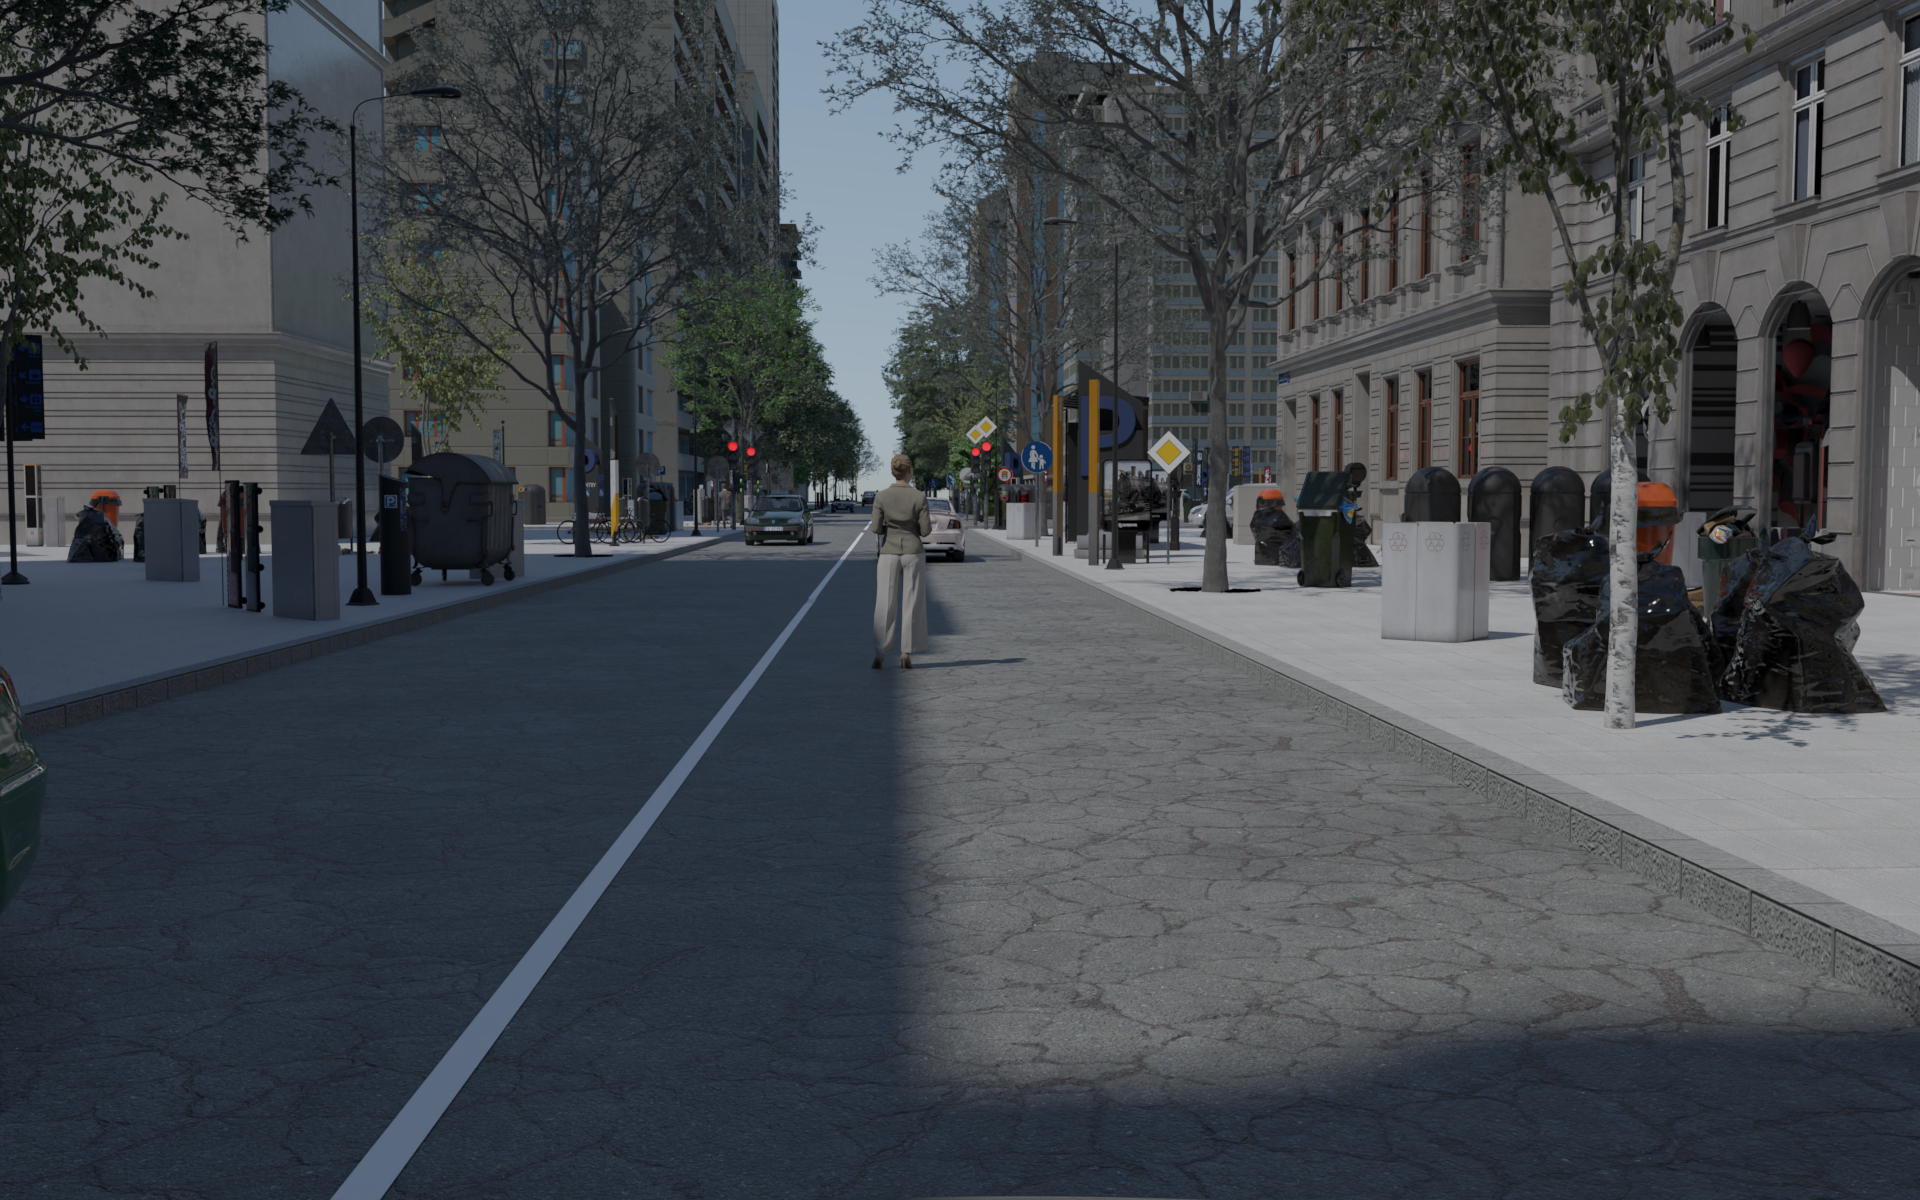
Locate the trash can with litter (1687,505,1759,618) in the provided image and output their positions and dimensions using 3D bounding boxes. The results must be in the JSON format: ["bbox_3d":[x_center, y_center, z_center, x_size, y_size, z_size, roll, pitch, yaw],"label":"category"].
[{"bbox_3d":[7.776,-0.404,17.999,0.624,1.170,1.055,-1,4,-15],"label":"trash can with litter"}]

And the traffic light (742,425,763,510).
[{"bbox_3d":[-8.397,-4.958,69.988,0.839,4.253,0.868,0,4,-2],"label":"traffic light"}]

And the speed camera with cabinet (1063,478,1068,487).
[{"bbox_3d":[5.410,-6.360,98.313,2.038,3.252,0.660,-3,5,-43],"label":"speed camera with cabinet"}]

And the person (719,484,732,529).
[{"bbox_3d":[-8.934,-3.522,66.052,0.622,1.834,0.822,-1,4,-17],"label":"person"}]

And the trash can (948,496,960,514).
[{"bbox_3d":[-0.398,-5.939,108.753,0.748,1.137,0.748,0,3,0],"label":"trash can"}]

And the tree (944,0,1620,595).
[{"bbox_3d":[3.384,-6.838,22.166,12.009,13.543,11.850,0,3,0],"label":"tree"}]

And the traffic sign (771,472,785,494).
[{"bbox_3d":[-10.266,-5.965,97.632,0.768,2.556,0.104,0,4,0],"label":"traffic sign"}]

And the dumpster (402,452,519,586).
[{"bbox_3d":[-7.128,-1.163,24.779,1.264,1.857,1.865,0,4,-2],"label":"dumpster"}]

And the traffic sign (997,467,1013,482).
[{"bbox_3d":[2.075,-4.924,80.610,0.768,2.556,0.104,0,4,1],"label":"traffic sign"}]

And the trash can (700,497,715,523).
[{"bbox_3d":[-10.811,-3.840,74.440,0.748,1.137,0.748,0,3,0],"label":"trash can"}]

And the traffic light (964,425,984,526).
[{"bbox_3d":[0.607,-4.981,70.355,0.839,4.253,0.868,0,4,-2],"label":"traffic light"}]

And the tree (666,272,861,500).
[{"bbox_3d":[-10.513,-10.550,89.501,9.611,12.733,9.660,0,3,0],"label":"tree"}]

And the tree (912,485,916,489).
[{"bbox_3d":[-2.521,-12.299,184.794,4.285,4.588,4.351,0,3,0],"label":"tree"}]

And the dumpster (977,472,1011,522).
[{"bbox_3d":[1.503,-4.584,77.446,1.502,2.255,1.985,0,4,-2],"label":"dumpster"}]

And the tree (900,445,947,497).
[{"bbox_3d":[-3.903,-19.170,230.429,9.611,12.733,9.660,0,3,0],"label":"tree"}]

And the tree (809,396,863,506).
[{"bbox_3d":[-14.091,-16.510,188.062,7.486,12.596,7.792,0,3,0],"label":"tree"}]

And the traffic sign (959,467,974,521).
[{"bbox_3d":[0.337,-5.041,82.528,0.768,2.556,0.104,0,3,0],"label":"traffic sign"}]

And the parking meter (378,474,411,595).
[{"bbox_3d":[-7.199,-0.835,22.071,0.372,1.533,0.369,0,3,0],"label":"parking meter"}]

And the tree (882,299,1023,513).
[{"bbox_3d":[-0.166,-12.515,111.272,9.857,13.997,8.962,0,3,0],"label":"tree"}]

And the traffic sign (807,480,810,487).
[{"bbox_3d":[-12.353,-8.474,138.657,0.768,2.556,0.104,0,4,-1],"label":"traffic sign"}]

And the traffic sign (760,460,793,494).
[{"bbox_3d":[-10.805,-6.526,100.574,2.265,3.308,0.079,0,4,3],"label":"traffic sign"}]

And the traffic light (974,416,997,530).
[{"bbox_3d":[0.920,-4.493,62.376,0.839,4.253,0.868,0,4,-2],"label":"traffic light"}]

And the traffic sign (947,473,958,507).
[{"bbox_3d":[-0.424,-6.386,104.517,0.768,2.556,0.104,0,4,-1],"label":"traffic sign"}]

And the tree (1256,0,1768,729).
[{"bbox_3d":[3.386,-3.602,9.249,4.360,8.622,3.978,0,3,0],"label":"tree"}]

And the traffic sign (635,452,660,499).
[{"bbox_3d":[-9.533,-3.227,52.869,0.768,2.556,0.104,0,4,2],"label":"traffic sign"}]

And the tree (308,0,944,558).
[{"bbox_3d":[-7.820,-7.613,34.851,12.009,13.543,11.850,0,3,0],"label":"tree"}]

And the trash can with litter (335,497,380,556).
[{"bbox_3d":[-12.863,-1.594,37.126,1.678,1.210,2.233,2,4,29],"label":"trash can with litter"}]

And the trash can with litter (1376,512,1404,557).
[{"bbox_3d":[9.022,-1.460,35.255,1.055,1.170,0.624,2,4,25],"label":"trash can with litter"}]

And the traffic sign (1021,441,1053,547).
[{"bbox_3d":[1.864,-2.556,41.895,0.768,2.556,0.104,0,4,4],"label":"traffic sign"}]

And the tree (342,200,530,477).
[{"bbox_3d":[-12.843,-5.646,42.667,4.737,8.622,4.395,0,3,0],"label":"tree"}]

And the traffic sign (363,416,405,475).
[{"bbox_3d":[-9.465,-1.728,28.354,0.768,2.556,0.104,0,4,6],"label":"traffic sign"}]

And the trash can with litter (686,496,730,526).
[{"bbox_3d":[-10.439,-3.788,72.985,2.233,1.210,1.678,0,4,-1],"label":"trash can with litter"}]

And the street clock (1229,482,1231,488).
[{"bbox_3d":[14.846,-5.635,96.694,0.471,2.002,0.358,-1,4,-8],"label":"street clock"}]

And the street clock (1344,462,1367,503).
[{"bbox_3d":[9.023,-2.141,39.576,0.471,2.002,0.358,-1,4,-20],"label":"street clock"}]

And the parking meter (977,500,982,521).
[{"bbox_3d":[0.889,-4.501,82.009,0.372,1.533,0.369,0,3,0],"label":"parking meter"}]

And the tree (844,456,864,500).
[{"bbox_3d":[-18.001,-20.568,286.656,4.360,8.622,3.978,0,3,0],"label":"tree"}]

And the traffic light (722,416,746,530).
[{"bbox_3d":[-8.084,-4.470,62.009,0.839,4.253,0.868,0,4,-2],"label":"traffic light"}]

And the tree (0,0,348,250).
[{"bbox_3d":[-7.914,-4.747,12.023,7.601,10.594,8.767,0,4,-3],"label":"tree"}]

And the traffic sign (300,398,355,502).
[{"bbox_3d":[-8.514,-1.437,23.494,0.884,2.594,0.081,0,4,4],"label":"traffic sign"}]

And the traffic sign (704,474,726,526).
[{"bbox_3d":[-9.813,-4.249,69.470,0.884,2.594,0.081,0,4,3],"label":"traffic sign"}]

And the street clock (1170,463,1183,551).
[{"bbox_3d":[4.862,-2.116,39.163,0.358,2.002,0.471,2,4,24],"label":"street clock"}]

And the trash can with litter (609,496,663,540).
[{"bbox_3d":[-9.221,-2.322,49.017,1.678,1.210,2.233,1,4,17],"label":"trash can with litter"}]

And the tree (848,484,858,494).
[{"bbox_3d":[-18.143,-18.280,293.479,1.663,3.219,1.824,0,3,0],"label":"tree"}]

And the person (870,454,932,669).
[{"bbox_3d":[-0.473,-0.316,14.222,0.519,1.759,0.362,0,4,6],"label":"person"}]

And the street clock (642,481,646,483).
[{"bbox_3d":[-16.845,-5.414,93.091,0.471,2.002,0.358,2,4,32],"label":"street clock"}]

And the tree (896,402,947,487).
[{"bbox_3d":[-2.819,-15.633,173.725,7.486,12.596,7.792,0,3,0],"label":"tree"}]

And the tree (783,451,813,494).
[{"bbox_3d":[-14.250,-9.791,143.788,4.285,4.588,4.351,0,3,0],"label":"tree"}]

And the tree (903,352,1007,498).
[{"bbox_3d":[-0.158,-12.173,124.782,9.928,11.665,9.643,0,3,0],"label":"tree"}]

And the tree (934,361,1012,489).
[{"bbox_3d":[0.915,-8.912,96.076,4.737,8.622,4.395,0,3,0],"label":"tree"}]

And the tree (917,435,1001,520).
[{"bbox_3d":[0.864,-6.313,86.938,4.285,4.588,4.351,0,3,0],"label":"tree"}]

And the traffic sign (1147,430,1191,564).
[{"bbox_3d":[3.792,-1.855,31.511,0.795,2.450,0.064,0,4,5],"label":"traffic sign"}]

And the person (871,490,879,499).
[{"bbox_3d":[-8.493,-10.373,177.726,1.348,1.869,0.705,-3,4,-36],"label":"person"}]

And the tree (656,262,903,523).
[{"bbox_3d":[-9.566,-9.190,76.015,9.928,11.665,9.643,0,3,0],"label":"tree"}]

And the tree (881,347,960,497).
[{"bbox_3d":[-2.833,-21.516,207.672,12.611,20.169,13.585,0,3,0],"label":"tree"}]

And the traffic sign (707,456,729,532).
[{"bbox_3d":[-8.149,-3.556,58.252,0.768,2.556,0.104,0,4,7],"label":"traffic sign"}]

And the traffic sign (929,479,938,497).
[{"bbox_3d":[-2.220,-8.887,145.402,0.768,2.556,0.104,0,4,-1],"label":"traffic sign"}]

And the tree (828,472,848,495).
[{"bbox_3d":[-15.050,-16.252,216.088,4.737,8.622,4.395,0,3,0],"label":"tree"}]

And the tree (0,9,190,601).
[{"bbox_3d":[-11.636,-4.310,20.836,4.737,8.622,4.395,0,3,0],"label":"tree"}]
